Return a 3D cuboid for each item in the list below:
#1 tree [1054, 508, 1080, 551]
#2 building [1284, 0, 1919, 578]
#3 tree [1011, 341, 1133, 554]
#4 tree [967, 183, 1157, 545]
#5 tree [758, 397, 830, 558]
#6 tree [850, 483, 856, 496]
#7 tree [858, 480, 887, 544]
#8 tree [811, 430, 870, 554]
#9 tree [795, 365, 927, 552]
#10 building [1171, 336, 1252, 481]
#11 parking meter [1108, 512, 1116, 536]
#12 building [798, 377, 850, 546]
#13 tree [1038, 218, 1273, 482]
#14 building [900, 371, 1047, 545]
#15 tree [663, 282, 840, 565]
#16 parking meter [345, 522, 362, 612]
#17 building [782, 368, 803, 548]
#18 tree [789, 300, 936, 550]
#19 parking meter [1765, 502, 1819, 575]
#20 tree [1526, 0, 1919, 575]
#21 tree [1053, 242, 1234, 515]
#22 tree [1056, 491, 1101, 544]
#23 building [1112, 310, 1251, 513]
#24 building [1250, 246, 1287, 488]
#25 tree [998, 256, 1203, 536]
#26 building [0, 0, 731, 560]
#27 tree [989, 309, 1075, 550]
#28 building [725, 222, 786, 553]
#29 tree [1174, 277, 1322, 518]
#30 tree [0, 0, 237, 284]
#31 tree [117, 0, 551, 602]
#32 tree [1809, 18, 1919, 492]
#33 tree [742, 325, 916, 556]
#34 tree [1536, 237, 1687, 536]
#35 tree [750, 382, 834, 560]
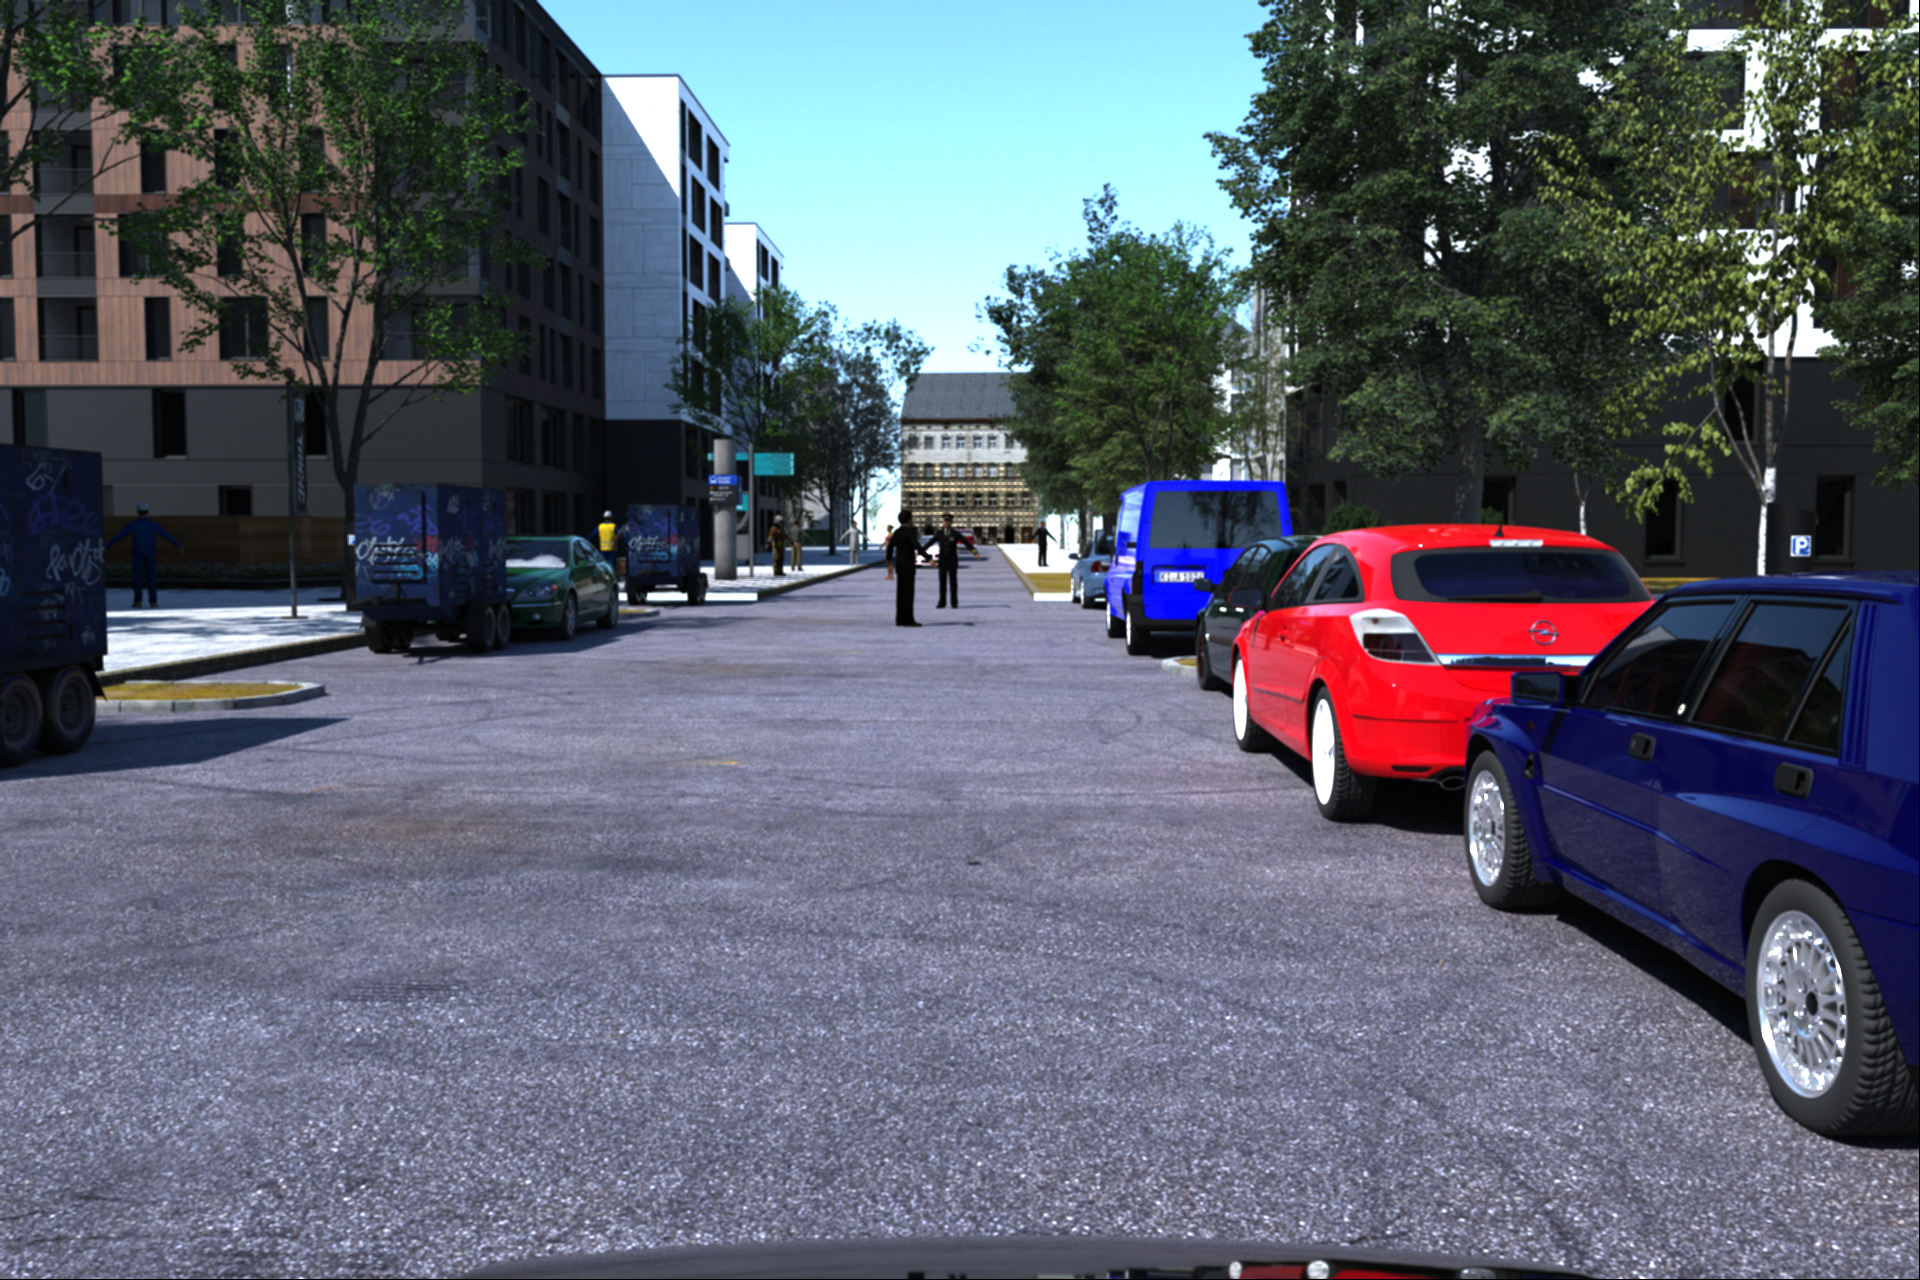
[{"bbox_3d":[7.970,-10.935,129.147,4.737,8.622,4.395,0,3,0],"label":"tree"},{"bbox_3d":[26.049,-13.583,66.064,27.936,21.610,32.646,0,4,1],"label":"building"},{"bbox_3d":[7.925,-12.509,111.170,9.857,13.997,8.962,0,3,0],"label":"tree"},{"bbox_3d":[6.777,-14.701,96.246,12.611,20.169,13.585,0,3,0],"label":"tree"},{"bbox_3d":[-8.711,-8.617,91.250,4.737,8.622,4.395,0,3,0],"label":"tree"},{"bbox_3d":[-19.257,-20.120,235.610,9.857,13.997,8.962,0,3,0],"label":"tree"},{"bbox_3d":[-11.217,-17.328,233.673,4.360,8.622,3.978,0,3,0],"label":"tree"},{"bbox_3d":[-8.296,-9.980,113.539,4.360,8.622,3.978,0,3,0],"label":"tree"},{"bbox_3d":[-7.548,-13.001,122.931,12.009,13.543,11.850,0,3,0],"label":"tree"},{"bbox_3d":[25.201,-18.838,164.425,16.016,20.090,11.380,0,4,1],"label":"building"},{"bbox_3d":[4.048,-2.404,45.021,0.399,1.863,0.255,0,4,0],"label":"parking meter"},{"bbox_3d":[-22.431,-20.684,204.641,16.747,18.905,31.486,0,3,0],"label":"building"},{"bbox_3d":[6.656,-8.120,58.521,9.928,11.665,9.643,0,3,0],"label":"tree"},{"bbox_3d":[2.199,-24.470,233.470,18.063,23.208,19.493,0,4,6],"label":"building"},{"bbox_3d":[-8.503,-8.886,71.034,9.928,11.665,9.643,0,3,0],"label":"tree"},{"bbox_3d":[-9.999,-1.243,28.731,0.372,1.533,0.369,0,3,0],"label":"parking meter"},{"bbox_3d":[-25.423,-20.601,167.752,19.493,23.208,18.063,0,3,0],"label":"building"},{"bbox_3d":[-8.717,-17.440,141.029,12.611,20.169,13.585,0,3,0],"label":"tree"},{"bbox_3d":[6.612,-0.330,13.807,0.372,1.533,0.369,0,3,0],"label":"parking meter"},{"bbox_3d":[8.798,-4.208,19.159,4.737,8.622,4.395,0,3,0],"label":"tree"},{"bbox_3d":[7.214,-9.135,67.488,7.486,12.596,7.792,0,3,0],"label":"tree"},{"bbox_3d":[16.115,-18.146,231.103,7.601,10.594,8.767,0,4,7],"label":"tree"},{"bbox_3d":[24.610,-21.136,176.494,19.493,23.208,18.063,0,4,1],"label":"building"},{"bbox_3d":[27.316,-14.205,98.702,16.747,18.905,31.486,0,4,1],"label":"building"},{"bbox_3d":[6.557,-10.466,77.777,9.857,13.997,8.962,0,3,0],"label":"tree"},{"bbox_3d":[-26.474,-14.166,75.589,27.936,21.610,32.646,0,4,2],"label":"building"},{"bbox_3d":[8.649,-17.586,143.413,12.611,20.169,13.585,0,3,0],"label":"tree"},{"bbox_3d":[-27.357,-16.402,112.146,27.936,21.610,32.646,0,4,2],"label":"building"},{"bbox_3d":[8.640,-6.057,49.400,4.360,8.622,3.978,0,3,0],"label":"tree"},{"bbox_3d":[-12.686,-5.811,20.765,9.928,11.665,9.643,0,3,0],"label":"tree"},{"bbox_3d":[-11.681,-6.546,32.778,9.928,11.665,9.643,0,3,0],"label":"tree"},{"bbox_3d":[23.528,-8.028,37.908,9.857,13.997,8.962,0,3,0],"label":"tree"},{"bbox_3d":[-7.768,-11.767,102.756,12.009,13.543,11.850,0,3,0],"label":"tree"},{"bbox_3d":[15.010,-5.563,41.311,4.737,8.622,4.395,0,3,0],"label":"tree"},{"bbox_3d":[-8.710,-8.198,84.396,4.360,8.622,3.978,0,3,0],"label":"tree"}]
